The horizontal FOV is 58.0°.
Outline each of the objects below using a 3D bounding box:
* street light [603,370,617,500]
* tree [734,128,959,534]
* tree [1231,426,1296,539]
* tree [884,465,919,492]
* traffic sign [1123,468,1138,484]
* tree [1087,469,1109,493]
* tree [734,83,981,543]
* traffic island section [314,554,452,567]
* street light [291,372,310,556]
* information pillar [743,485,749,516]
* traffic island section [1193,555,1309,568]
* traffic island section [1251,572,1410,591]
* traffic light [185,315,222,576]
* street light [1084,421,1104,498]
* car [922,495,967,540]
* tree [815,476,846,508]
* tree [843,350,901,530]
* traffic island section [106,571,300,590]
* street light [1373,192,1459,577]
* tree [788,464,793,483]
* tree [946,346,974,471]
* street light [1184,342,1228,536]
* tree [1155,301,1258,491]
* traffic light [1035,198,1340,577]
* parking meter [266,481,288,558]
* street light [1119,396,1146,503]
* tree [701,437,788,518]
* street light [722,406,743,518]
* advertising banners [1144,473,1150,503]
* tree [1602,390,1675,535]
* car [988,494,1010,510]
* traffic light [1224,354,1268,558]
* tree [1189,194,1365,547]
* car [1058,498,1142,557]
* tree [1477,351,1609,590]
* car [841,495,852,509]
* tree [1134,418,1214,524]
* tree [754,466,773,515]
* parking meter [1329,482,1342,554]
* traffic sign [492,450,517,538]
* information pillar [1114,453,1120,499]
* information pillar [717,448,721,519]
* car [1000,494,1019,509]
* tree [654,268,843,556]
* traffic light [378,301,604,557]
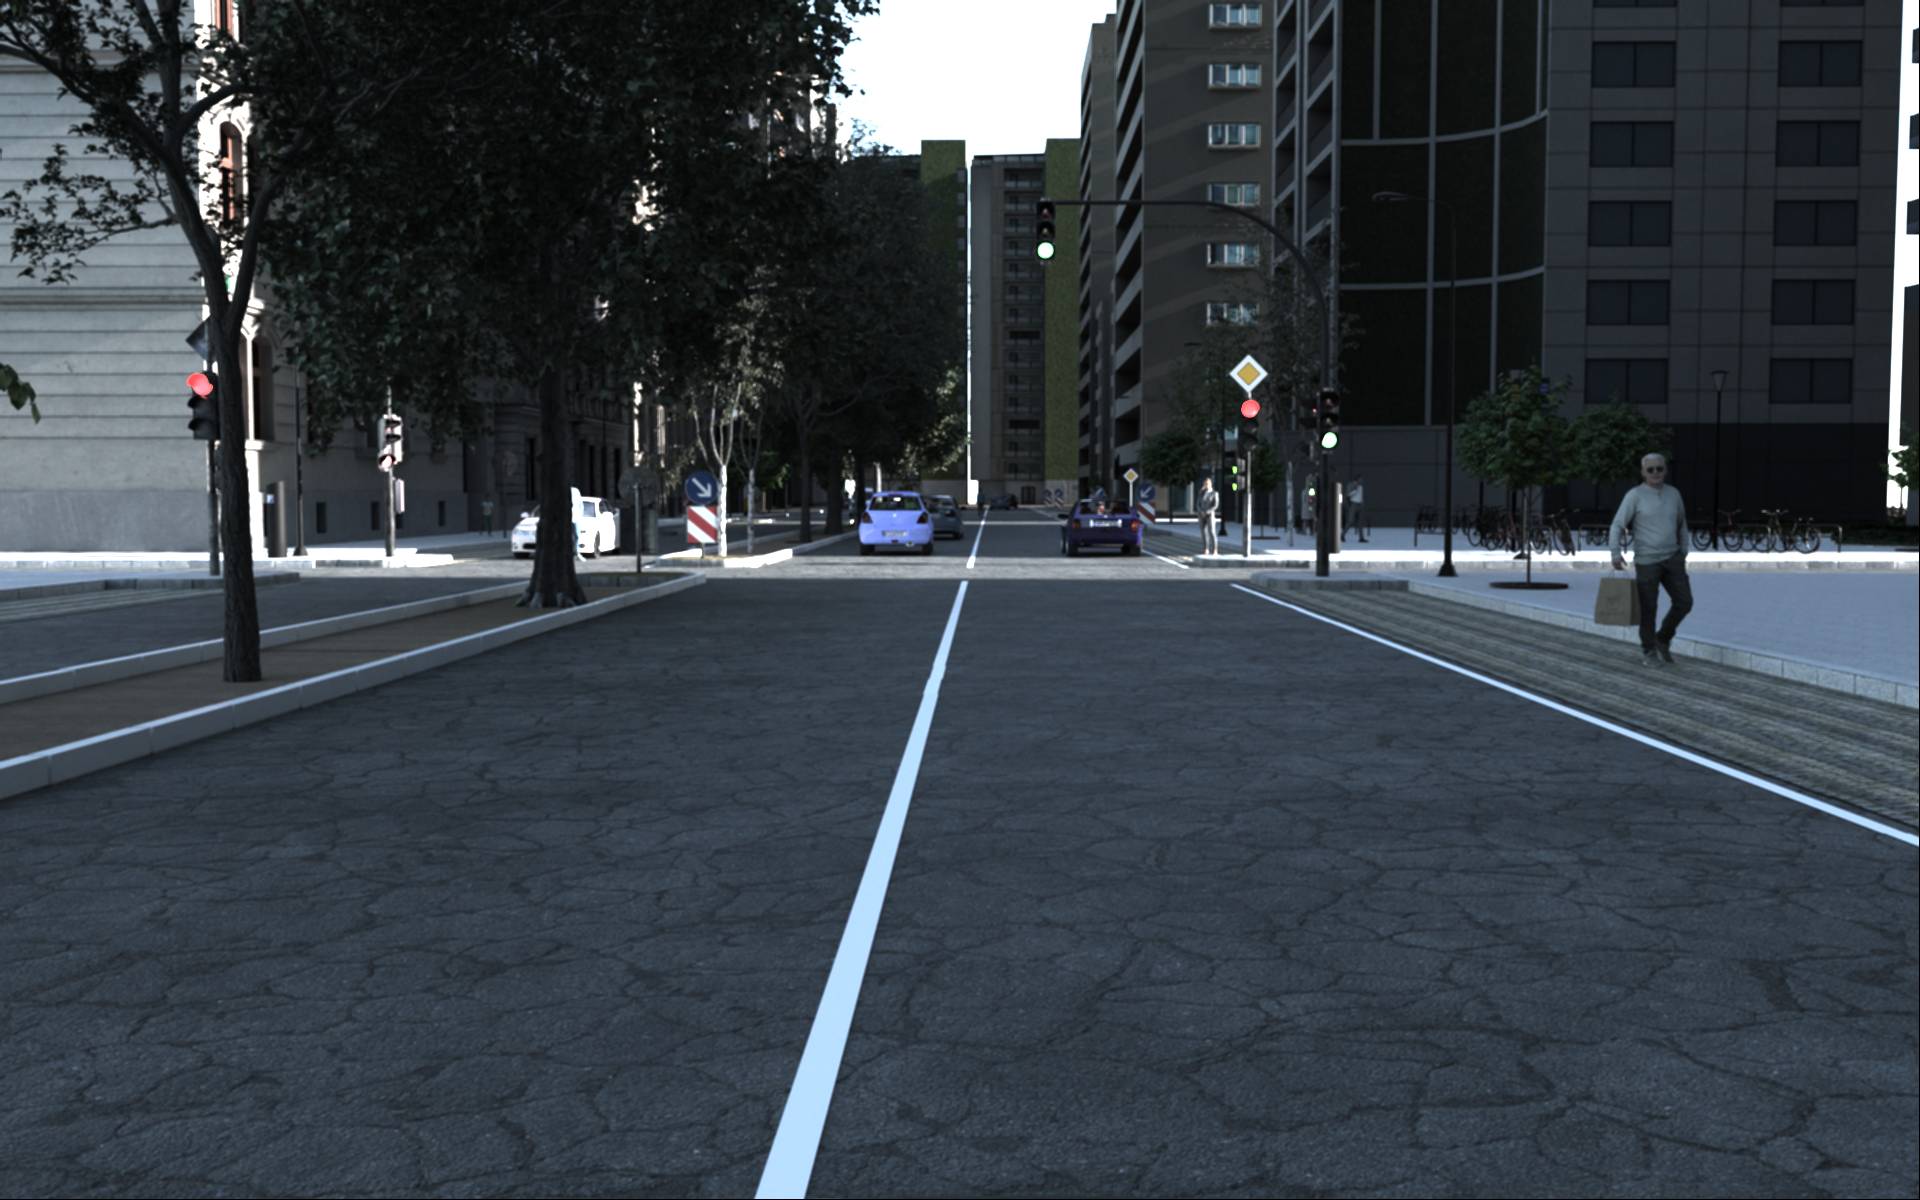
[{"bbox_3d":[-12.554,-5.579,63.766,1.470,5.913,1.316,0,4,1],"label":"street light"},{"bbox_3d":[-4.490,-9.294,61.075,9.857,13.997,8.962,0,3,0],"label":"tree"},{"bbox_3d":[8.649,-3.371,49.718,1.663,3.219,1.824,0,3,0],"label":"tree"},{"bbox_3d":[-3.826,-8.619,93.733,4.737,8.622,4.395,0,3,0],"label":"tree"},{"bbox_3d":[8.651,-5.370,87.531,0.795,2.593,0.064,0,4,7],"label":"traffic sign"},{"bbox_3d":[10.391,-8.411,132.117,1.663,3.219,1.824,0,3,0],"label":"tree"},{"bbox_3d":[-4.481,-8.394,50.074,12.009,13.543,11.850,0,3,0],"label":"tree"},{"bbox_3d":[-11.629,-0.797,35.318,2.009,0.180,2.903,0,4,1],"label":"traffic island section"},{"bbox_3d":[-13.104,-3.860,35.646,1.470,5.913,1.316,0,4,1],"label":"street light"},{"bbox_3d":[-12.411,-6.698,100.874,0.504,3.616,0.183,-1,4,-17],"label":"information pillar"},{"bbox_3d":[5.809,-0.778,34.996,2.009,0.180,2.903,0,4,1],"label":"traffic island section"},{"bbox_3d":[5.663,-0.289,27.012,2.009,0.180,2.903,0,4,1],"label":"traffic island section"},{"bbox_3d":[-11.735,-2.341,27.198,0.839,4.253,0.868,0,4,1],"label":"traffic light"},{"bbox_3d":[8.591,-8.407,109.990,1.470,5.913,1.316,0,4,1],"label":"street light"},{"bbox_3d":[-0.801,-2.651,55.350,2.014,1.417,4.499,0,4,2],"label":"car"},{"bbox_3d":[-12.273,-11.072,164.739,4.285,4.588,4.351,0,3,0],"label":"tree"},{"bbox_3d":[-4.138,-7.078,68.547,4.360,8.622,3.978,0,3,0],"label":"tree"},{"bbox_3d":[-11.775,-0.309,27.334,2.009,0.180,2.903,0,4,1],"label":"traffic island section"},{"bbox_3d":[7.058,-3.321,26.832,1.470,5.913,1.316,0,4,1],"label":"street light"},{"bbox_3d":[-12.566,-7.915,113.122,4.285,4.588,4.351,0,3,0],"label":"tree"},{"bbox_3d":[-4.336,-9.543,75.500,9.611,12.733,9.660,0,3,0],"label":"tree"},{"bbox_3d":[7.516,-4.919,52.962,1.470,5.913,1.316,0,4,1],"label":"street light"},{"bbox_3d":[9.548,-7.061,65.810,4.737,8.622,4.395,0,3,0],"label":"tree"},{"bbox_3d":[3.530,-3.188,26.796,4.771,5.953,1.251,0,4,1],"label":"traffic light"},{"bbox_3d":[-13.716,-1.612,34.768,0.372,1.533,0.369,0,3,0],"label":"parking meter"},{"bbox_3d":[8.196,-6.693,81.979,1.470,5.913,1.316,0,4,1],"label":"street light"},{"bbox_3d":[-12.579,-6.825,95.304,4.285,4.588,4.351,0,3,0],"label":"tree"},{"bbox_3d":[-12.011,-7.293,91.774,1.470,5.913,1.316,0,4,1],"label":"street light"},{"bbox_3d":[8.388,-4.996,77.875,0.090,3.025,2.074,1,4,12],"label":"advertising banners"},{"bbox_3d":[20.479,-4.322,54.381,4.285,4.588,4.351,0,3,0],"label":"tree"},{"bbox_3d":[3.532,-8.741,154.925,2.014,1.417,4.499,0,4,0],"label":"car"},{"bbox_3d":[5.769,-2.811,34.883,0.839,4.253,0.868,0,4,1],"label":"traffic light"},{"bbox_3d":[7.912,-5.604,41.986,4.360,8.622,3.978,0,3,0],"label":"tree"},{"bbox_3d":[3.306,-1.730,40.865,1.945,1.354,3.894,0,4,1],"label":"car"},{"bbox_3d":[7.686,-1.773,23.598,1.663,3.219,1.824,0,3,0],"label":"tree"},{"bbox_3d":[-9.571,-8.048,144.170,1.945,1.354,3.894,0,4,2],"label":"car"},{"bbox_3d":[9.183,-5.553,74.512,4.285,4.588,4.351,0,3,0],"label":"tree"},{"bbox_3d":[-12.708,-6.929,107.886,1.663,3.219,1.824,0,3,0],"label":"tree"},{"bbox_3d":[8.006,-1.764,37.245,0.372,1.533,0.369,0,3,0],"label":"parking meter"},{"bbox_3d":[-13.316,-3.089,50.618,0.768,2.556,0.104,0,4,5],"label":"traffic sign"},{"bbox_3d":[8.978,-6.585,99.016,0.183,3.616,0.504,2,4,31],"label":"information pillar"},{"bbox_3d":[-12.413,-5.986,89.228,0.183,3.616,0.504,0,4,4],"label":"information pillar"},{"bbox_3d":[4.819,-9.850,170.835,2.009,1.686,4.222,0,4,3],"label":"car"},{"bbox_3d":[-5.077,-5.452,41.963,4.360,8.622,3.978,0,3,0],"label":"tree"},{"bbox_3d":[-9.496,-3.701,35.179,4.771,5.953,1.251,0,4,1],"label":"traffic light"}]
